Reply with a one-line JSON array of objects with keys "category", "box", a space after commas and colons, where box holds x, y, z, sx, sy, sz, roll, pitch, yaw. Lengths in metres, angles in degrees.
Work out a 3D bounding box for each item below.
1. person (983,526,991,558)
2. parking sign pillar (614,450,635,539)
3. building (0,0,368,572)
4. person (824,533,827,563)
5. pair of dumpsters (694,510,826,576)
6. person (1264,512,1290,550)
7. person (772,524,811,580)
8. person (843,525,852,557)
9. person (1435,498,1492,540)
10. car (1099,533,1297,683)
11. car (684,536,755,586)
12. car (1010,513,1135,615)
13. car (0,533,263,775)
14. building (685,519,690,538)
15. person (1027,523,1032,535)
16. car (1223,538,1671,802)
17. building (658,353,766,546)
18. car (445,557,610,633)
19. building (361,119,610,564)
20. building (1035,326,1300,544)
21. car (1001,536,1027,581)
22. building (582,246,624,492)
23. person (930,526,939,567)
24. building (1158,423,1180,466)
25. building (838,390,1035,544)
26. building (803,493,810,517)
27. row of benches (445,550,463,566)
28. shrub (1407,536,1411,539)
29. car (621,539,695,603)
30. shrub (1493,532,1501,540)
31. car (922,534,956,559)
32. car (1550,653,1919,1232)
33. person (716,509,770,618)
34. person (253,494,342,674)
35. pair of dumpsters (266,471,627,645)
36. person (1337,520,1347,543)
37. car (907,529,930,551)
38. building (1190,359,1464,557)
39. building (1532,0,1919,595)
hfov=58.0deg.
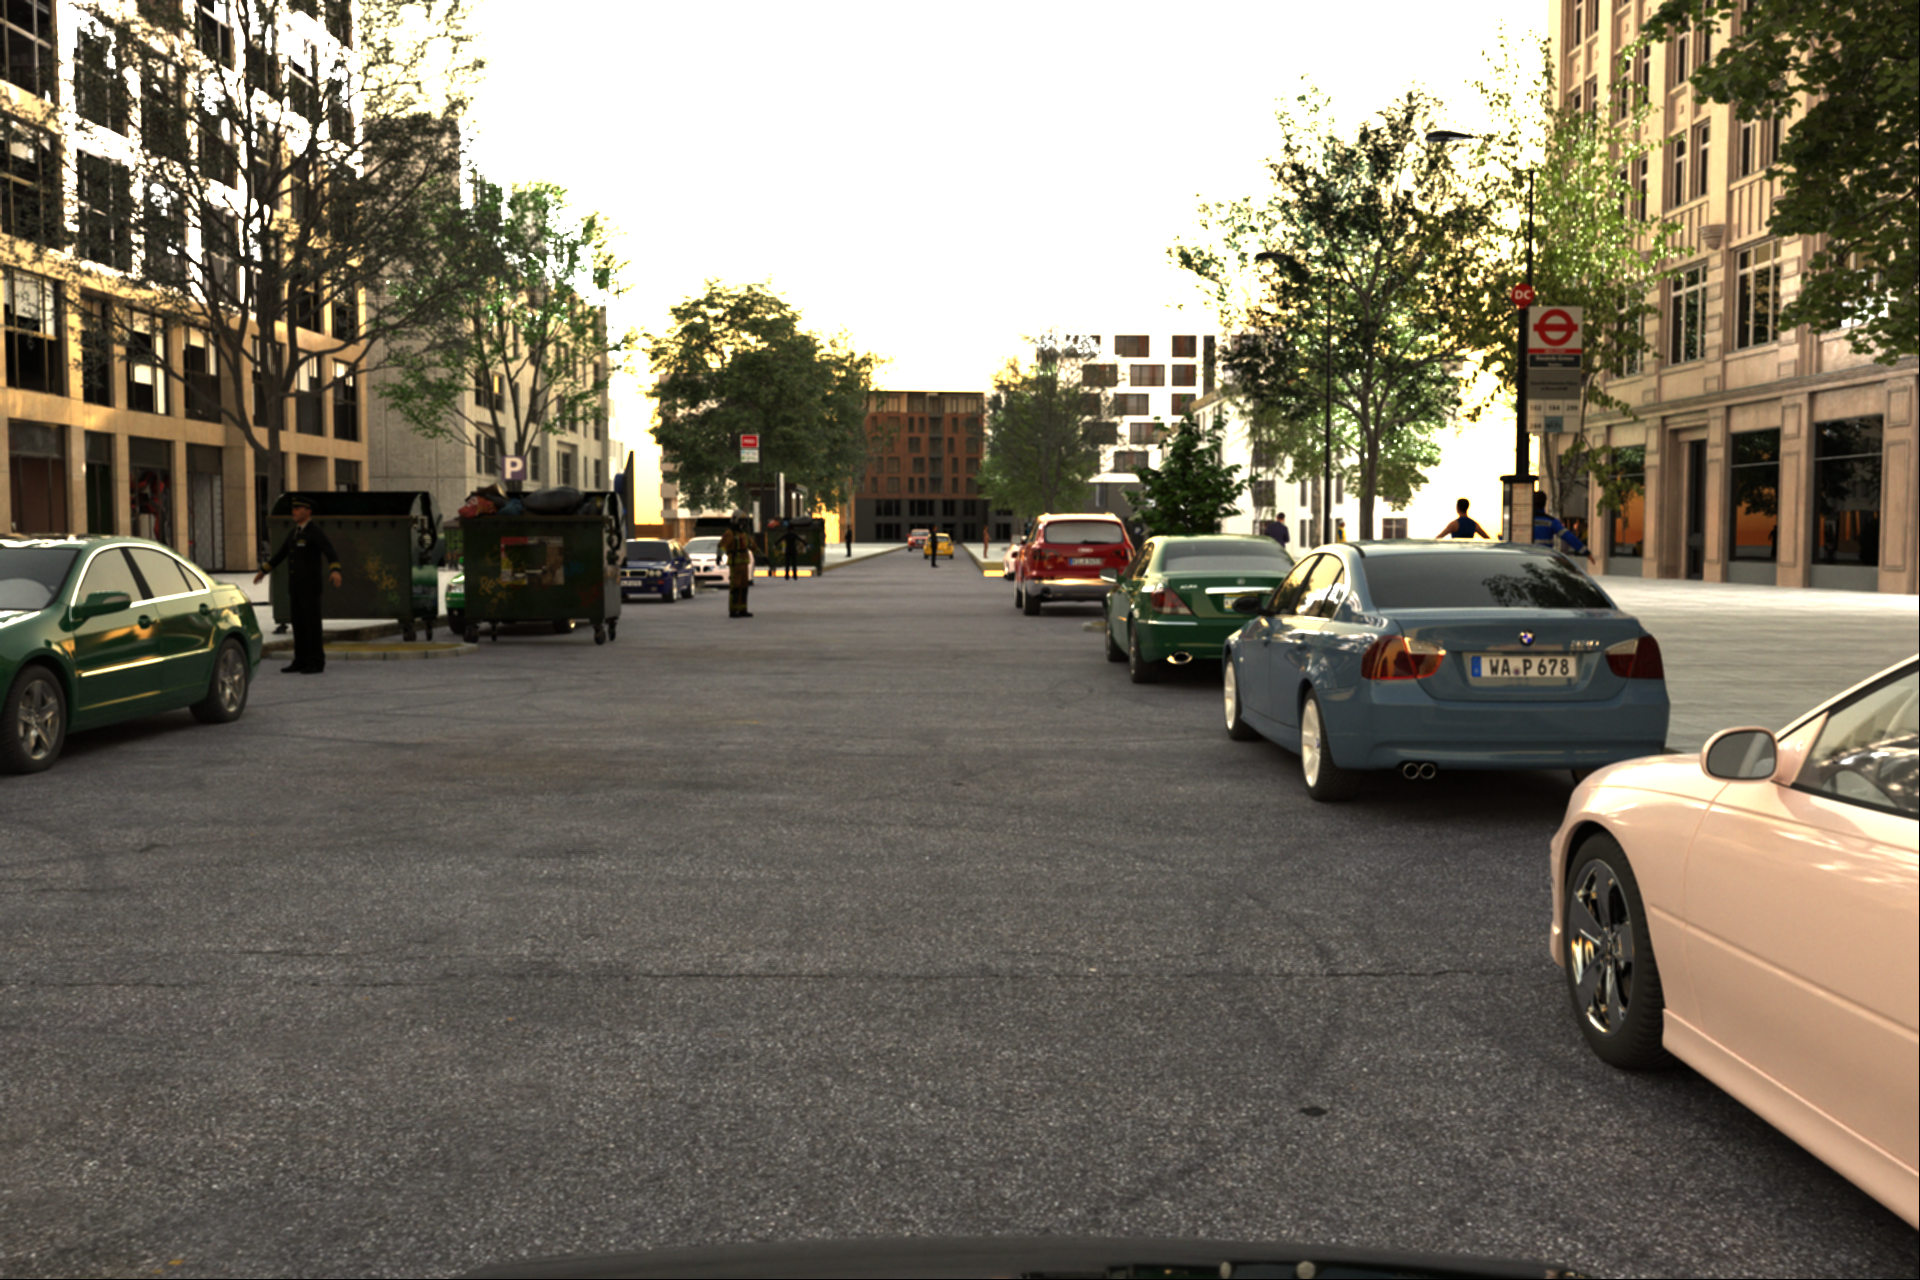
[{"category": "person", "box": [1.452, -5.218, 92.116, 0.721, 1.733, 1.217, -1, 4, -13]}, {"category": "parking sign pillar", "box": [-10.647, -4.070, 55.016, 1.447, 3.967, 1.447, 0, 4, 0]}, {"category": "building", "box": [-32.681, -15.106, 50.189, 19.350, 26.588, 34.151, 0, 4, 0]}, {"category": "person", "box": [-6.320, -4.382, 78.110, 0.721, 1.772, 1.216, -2, 4, -30]}, {"category": "pair of dumpsters", "box": [-6.815, -3.307, 59.018, 4.436, 2.255, 1.574, 0, 3, 0]}, {"category": "person", "box": [7.132, -1.998, 39.152, 0.683, 1.767, 0.568, 1, 4, 22]}, {"category": "person", "box": [-5.245, -2.735, 53.894, 1.216, 1.740, 0.721, 0, 4, 6]}, {"category": "person", "box": [-6.243, -5.532, 96.675, 0.704, 1.802, 1.346, 1, 4, 11]}, {"category": "person", "box": [7.288, -1.164, 25.206, 1.345, 1.807, 0.704, -1, 4, -17]}, {"category": "car", "box": [2.559, -0.382, 18.049, 2.131, 1.459, 4.920, 0, 4, 0]}, {"category": "car", "box": [-6.657, -2.114, 46.921, 2.083, 1.381, 4.827, 0, 4, 0]}, {"category": "car", "box": [2.100, -1.430, 32.060, 2.281, 1.827, 5.304, 0, 4, -1]}, {"category": "car", "box": [-6.432, -0.001, 11.820, 2.131, 1.459, 4.920, 0, 4, 0]}, {"category": "building", "box": [-27.252, -20.896, 198.072, 16.016, 20.090, 11.380, 0, 4, 1]}, {"category": "person", "box": [3.470, -4.827, 85.041, 0.704, 1.817, 1.347, 0, 4, 7]}, {"category": "car", "box": [2.740, 0.088, 10.564, 2.014, 1.417, 4.499, 0, 4, 0]}, {"category": "building", "box": [-25.436, -19.885, 181.544, 16.016, 20.090, 11.380, 0, 4, 0]}, {"category": "car", "box": [-6.479, -1.077, 26.413, 1.959, 1.807, 4.718, 0, 4, 0]}, {"category": "building", "box": [-29.673, -13.654, 89.697, 16.747, 18.905, 31.486, 0, 4, 0]}, {"category": "building", "box": [21.928, -20.951, 186.525, 27.936, 21.610, 32.646, 0, 4, 0]}, {"category": "car", "box": [2.354, -2.589, 54.697, 2.083, 1.381, 4.827, 0, 4, -1]}, {"category": "building", "box": [-29.289, -15.693, 113.005, 16.016, 20.090, 11.380, 0, 4, -1]}, {"category": "person", "box": [-1.098, -4.075, 75.307, 0.704, 1.802, 1.346, 0, 4, -6]}, {"category": "building", "box": [21.028, -11.493, 130.057, 9.099, 9.664, 28.070, 0, 4, 0]}, {"category": "building", "box": [-0.582, -25.076, 256.419, 32.646, 21.610, 27.936, -1, 4, -10]}, {"category": "building", "box": [-24.012, -17.372, 226.176, 9.099, 9.664, 28.070, 0, 4, -1]}, {"category": "row of benches", "box": [-19.539, -3.334, 69.978, 1.422, 0.672, 4.104, 3, 4, 38]}, {"category": "shrub", "box": [16.724, -3.259, 64.403, 1.383, 1.207, 1.383, 0, 3, 0]}, {"category": "car", "box": [-6.799, -1.513, 37.325, 1.945, 1.354, 3.894, 0, 4, 0]}, {"category": "shrub", "box": [20.138, -3.573, 62.837, 1.690, 2.028, 1.600, 0, 3, 0]}, {"category": "car", "box": [-1.231, -5.532, 100.666, 2.015, 1.641, 3.980, 0, 4, 0]}, {"category": "car", "box": [2.650, 0.559, 3.230, 2.083, 1.381, 4.827, 0, 3, 0]}, {"category": "person", "box": [-3.783, -1.318, 29.777, 0.705, 1.858, 1.354, 2, 4, 33]}, {"category": "person", "box": [-6.789, -0.581, 17.887, 1.347, 1.837, 0.705, 2, 4, 33]}, {"category": "pair of dumpsters", "box": [-6.692, -1.087, 22.730, 4.436, 2.255, 1.574, 0, 3, 0]}, {"category": "person", "box": [15.153, -3.833, 68.636, 0.705, 1.833, 1.349, 1, 4, 17]}, {"category": "car", "box": [-3.287, -8.286, 144.151, 2.281, 1.827, 5.304, 0, 4, -1]}, {"category": "building", "box": [19.412, -9.476, 97.079, 9.099, 9.664, 28.070, 0, 4, -1]}, {"category": "building", "box": [24.445, -14.396, 47.395, 10.469, 25.551, 25.511, 0, 4, 0]}]
